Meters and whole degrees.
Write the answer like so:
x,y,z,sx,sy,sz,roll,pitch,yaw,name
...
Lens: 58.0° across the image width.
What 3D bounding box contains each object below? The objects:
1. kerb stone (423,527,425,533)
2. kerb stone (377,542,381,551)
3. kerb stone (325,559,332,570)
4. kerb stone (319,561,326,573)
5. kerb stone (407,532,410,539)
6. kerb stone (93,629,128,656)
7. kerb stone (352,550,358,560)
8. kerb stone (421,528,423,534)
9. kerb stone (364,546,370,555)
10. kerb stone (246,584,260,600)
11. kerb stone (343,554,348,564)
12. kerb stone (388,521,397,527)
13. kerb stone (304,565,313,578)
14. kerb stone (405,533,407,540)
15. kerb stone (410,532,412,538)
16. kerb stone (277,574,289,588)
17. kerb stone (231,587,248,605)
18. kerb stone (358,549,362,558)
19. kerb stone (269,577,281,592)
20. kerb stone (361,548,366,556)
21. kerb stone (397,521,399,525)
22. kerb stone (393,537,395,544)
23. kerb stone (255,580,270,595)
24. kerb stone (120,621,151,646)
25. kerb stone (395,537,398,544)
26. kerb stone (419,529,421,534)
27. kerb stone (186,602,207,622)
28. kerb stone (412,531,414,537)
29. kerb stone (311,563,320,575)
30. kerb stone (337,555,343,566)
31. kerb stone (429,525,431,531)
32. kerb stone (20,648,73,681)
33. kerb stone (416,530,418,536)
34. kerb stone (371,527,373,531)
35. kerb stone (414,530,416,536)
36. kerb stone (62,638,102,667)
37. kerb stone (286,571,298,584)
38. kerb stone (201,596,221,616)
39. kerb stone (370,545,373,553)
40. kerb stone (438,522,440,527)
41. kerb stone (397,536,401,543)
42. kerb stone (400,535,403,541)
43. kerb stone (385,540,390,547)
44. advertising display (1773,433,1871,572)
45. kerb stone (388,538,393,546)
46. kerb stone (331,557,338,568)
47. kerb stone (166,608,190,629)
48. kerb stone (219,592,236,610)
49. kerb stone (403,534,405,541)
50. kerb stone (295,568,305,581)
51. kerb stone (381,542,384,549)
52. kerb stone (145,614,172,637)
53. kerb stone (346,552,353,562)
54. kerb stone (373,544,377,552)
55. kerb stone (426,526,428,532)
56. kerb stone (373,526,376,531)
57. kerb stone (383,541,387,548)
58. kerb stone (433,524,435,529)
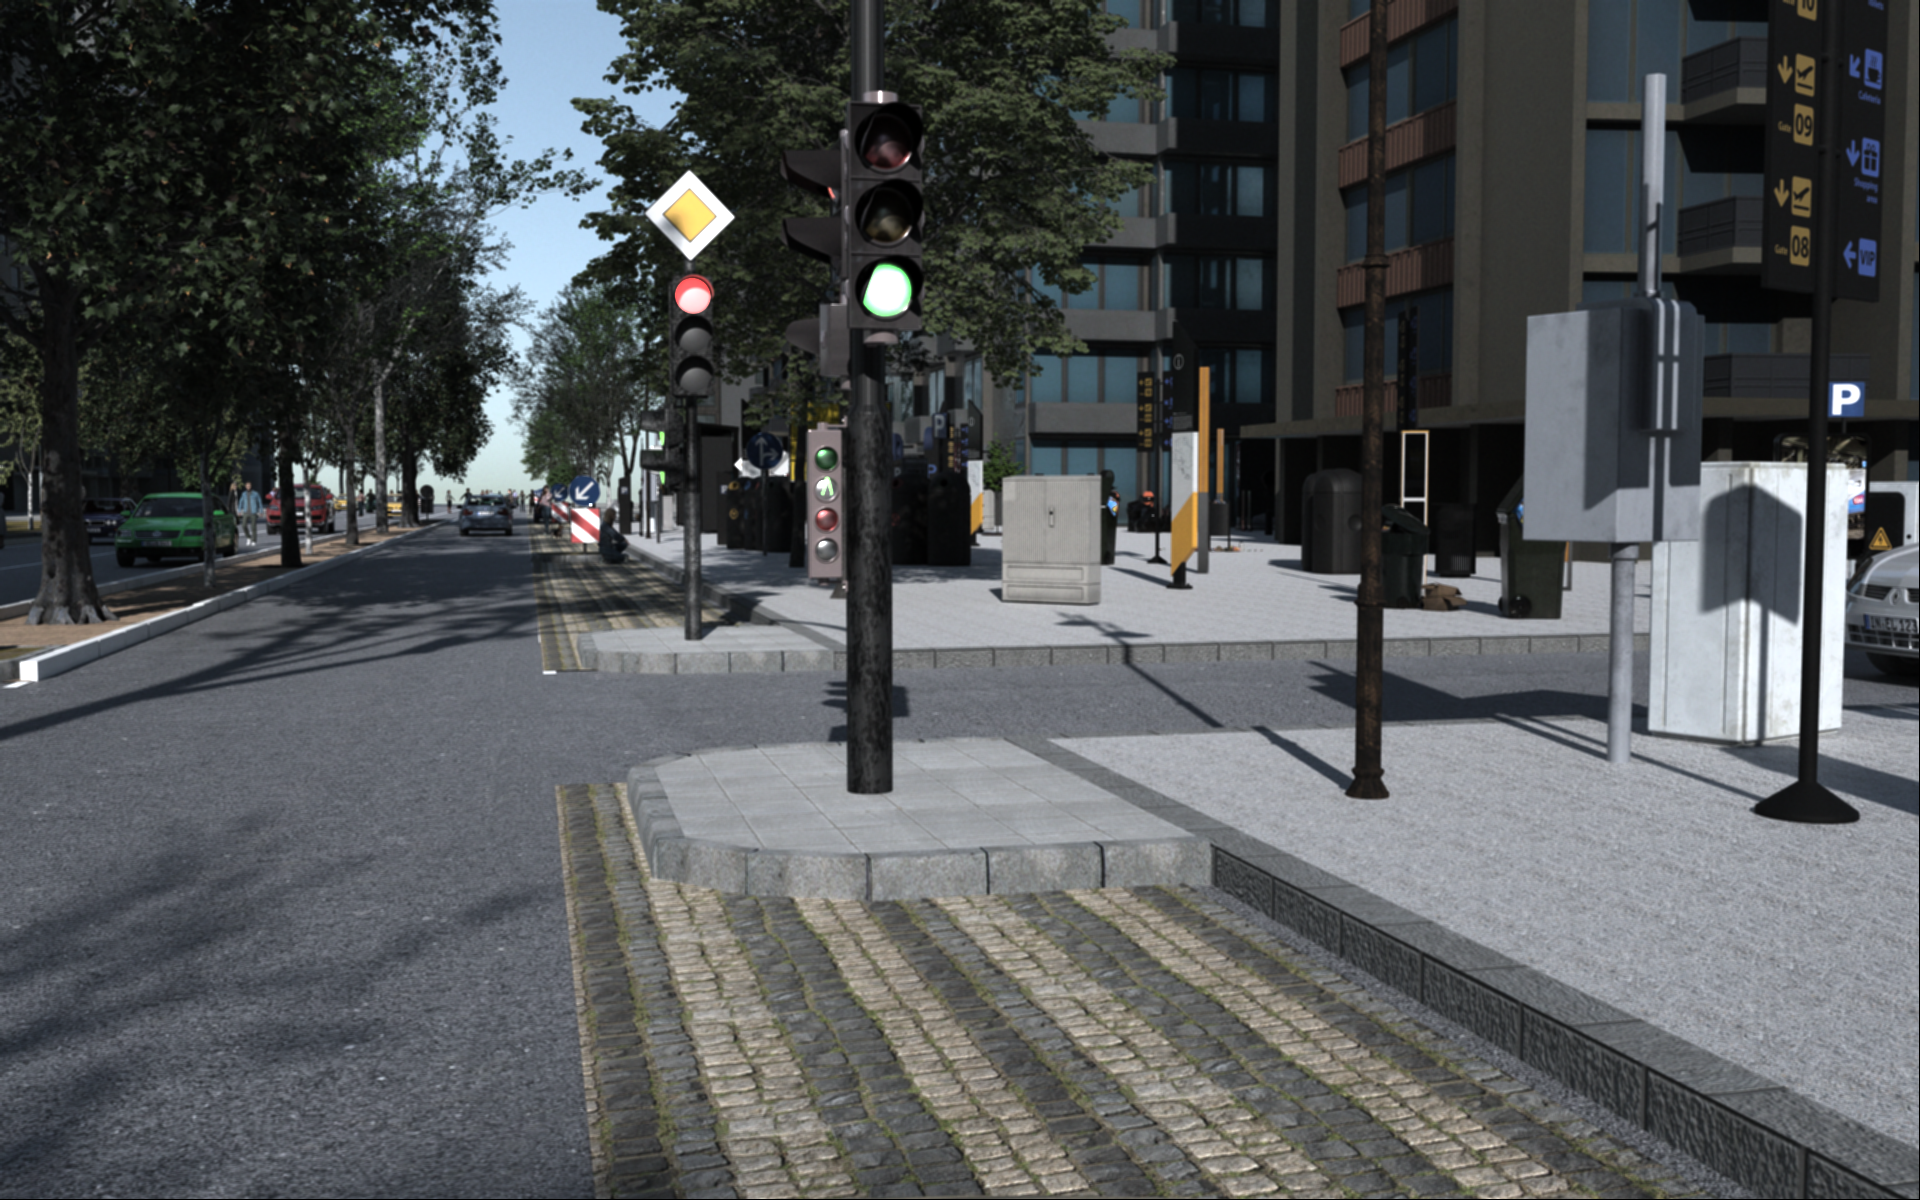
x,y,z,sx,sy,sz,roll,pitch,yaw,name
-19.483,-2.461,62.439,0.120,0.150,1.000,-1,4,-14,kerb stone
-14.739,-1.306,43.553,0.120,0.150,1.000,-1,4,-14,kerb stone
-11.985,-0.637,32.610,0.120,0.150,1.000,-1,4,-14,kerb stone
-11.735,-0.576,31.615,0.120,0.150,1.000,-1,4,-14,kerb stone
-17.484,-1.974,54.466,0.120,0.150,1.000,-1,4,-14,kerb stone
-7.748,0.399,15.707,0.120,0.150,1.000,-1,4,-14,kerb stone
-13.238,-0.940,37.576,0.120,0.150,1.000,-1,4,-14,kerb stone
-19.237,-2.400,61.442,0.120,0.150,1.000,-1,4,-14,kerb stone
-13.994,-1.121,40.564,0.120,0.150,1.000,-1,4,-14,kerb stone
-9.733,-0.089,23.653,0.120,0.150,1.000,-1,4,-14,kerb stone
-12.743,-0.819,35.589,0.120,0.150,1.000,-1,4,-14,kerb stone
-25.533,-3.404,77.860,0.120,0.150,1.000,-1,4,-14,kerb stone
-11.239,-0.451,29.629,0.120,0.150,1.000,-1,4,-14,kerb stone
-17.240,-1.911,53.474,0.120,0.150,1.000,-1,4,-14,kerb stone
-17.730,-2.034,55.458,0.120,0.150,1.000,-1,4,-14,kerb stone
-10.490,-0.270,26.650,0.120,0.150,1.000,-1,4,-14,kerb stone
-9.495,-0.028,22.659,0.120,0.150,1.000,-1,4,-14,kerb stone
-13.496,-0.999,38.576,0.120,0.150,1.000,-1,4,-14,kerb stone
-10.233,-0.210,25.651,0.120,0.150,1.000,-1,4,-14,kerb stone
-13.747,-1.061,39.572,0.120,0.150,1.000,-1,4,-14,kerb stone
-25.777,-3.465,78.855,0.120,0.150,1.000,-1,4,-14,kerb stone
-15.992,-1.610,48.512,0.120,0.150,1.000,-1,4,-14,kerb stone
-9.995,-0.151,24.657,0.120,0.150,1.000,-1,4,-14,kerb stone
-8.000,0.336,16.702,0.120,0.150,1.000,-1,4,-14,kerb stone
-16.235,-1.670,49.505,0.120,0.150,1.000,-1,4,-14,kerb stone
-18.982,-2.338,60.429,0.120,0.150,1.000,-1,4,-14,kerb stone
-8.738,0.163,19.681,0.120,0.150,1.000,-1,4,-14,kerb stone
-17.985,-2.094,56.451,0.120,0.150,1.000,-1,4,-14,kerb stone
-11.485,-0.515,30.621,0.120,0.150,1.000,-1,4,-14,kerb stone
-12.487,-0.758,34.595,0.120,0.150,1.000,-1,4,-14,kerb stone
-20.486,-2.705,66.421,0.120,0.150,1.000,-1,4,-14,kerb stone
-7.242,0.518,13.727,0.120,0.150,1.000,-1,4,-14,kerb stone
-18.484,-2.216,58.444,0.120,0.150,1.000,-1,4,-14,kerb stone
-22.528,-2.674,65.921,0.120,0.150,1.000,-1,4,-14,kerb stone
-18.233,-2.156,57.443,0.120,0.150,1.000,-1,4,-14,kerb stone
-7.501,0.458,14.715,0.120,0.150,1.000,-1,4,-14,kerb stone
-10.742,-0.333,27.645,0.120,0.150,1.000,-1,4,-14,kerb stone
-8.999,0.093,20.676,0.120,0.150,1.000,-1,4,-14,kerb stone
-14.246,-1.183,41.565,0.120,0.150,1.000,-1,4,-14,kerb stone
-22.239,-3.130,73.377,0.120,0.150,1.000,-1,4,-14,kerb stone
-16.481,-1.727,50.497,0.120,0.150,1.000,-1,4,-14,kerb stone
-16.736,-1.792,51.488,0.120,0.150,1.000,-1,4,-14,kerb stone
-15.495,-1.482,46.524,0.120,0.150,1.000,-1,4,-14,kerb stone
9.123,-0.805,18.378,0.974,1.923,0.123,0,4,0,advertising display
-15.734,-1.549,47.518,0.120,0.150,1.000,-1,4,-14,kerb stone
-12.236,-0.698,33.604,0.120,0.150,1.000,-1,4,-14,kerb stone
-8.495,0.217,18.688,0.120,0.150,1.000,-1,4,-14,kerb stone
-9.242,0.032,21.669,0.120,0.150,1.000,-1,4,-14,kerb stone
-16.986,-1.852,52.479,0.120,0.150,1.000,-1,4,-14,kerb stone
-10.994,-0.394,28.637,0.120,0.150,1.000,-1,4,-14,kerb stone
-14.984,-1.362,44.545,0.120,0.150,1.000,-1,4,-14,kerb stone
-8.242,0.276,17.697,0.120,0.150,1.000,-1,4,-14,kerb stone
-12.986,-0.880,36.585,0.120,0.150,1.000,-1,4,-14,kerb stone
-14.492,-1.246,42.561,0.120,0.150,1.000,-1,4,-14,kerb stone
-19.989,-2.580,64.423,0.120,0.150,1.000,-1,4,-14,kerb stone
-22.780,-2.732,66.916,0.120,0.150,1.000,-1,4,-14,kerb stone
-15.242,-1.419,45.534,0.120,0.150,1.000,-1,4,-14,kerb stone
-21.235,-2.887,69.398,0.120,0.150,1.000,-1,4,-14,kerb stone
